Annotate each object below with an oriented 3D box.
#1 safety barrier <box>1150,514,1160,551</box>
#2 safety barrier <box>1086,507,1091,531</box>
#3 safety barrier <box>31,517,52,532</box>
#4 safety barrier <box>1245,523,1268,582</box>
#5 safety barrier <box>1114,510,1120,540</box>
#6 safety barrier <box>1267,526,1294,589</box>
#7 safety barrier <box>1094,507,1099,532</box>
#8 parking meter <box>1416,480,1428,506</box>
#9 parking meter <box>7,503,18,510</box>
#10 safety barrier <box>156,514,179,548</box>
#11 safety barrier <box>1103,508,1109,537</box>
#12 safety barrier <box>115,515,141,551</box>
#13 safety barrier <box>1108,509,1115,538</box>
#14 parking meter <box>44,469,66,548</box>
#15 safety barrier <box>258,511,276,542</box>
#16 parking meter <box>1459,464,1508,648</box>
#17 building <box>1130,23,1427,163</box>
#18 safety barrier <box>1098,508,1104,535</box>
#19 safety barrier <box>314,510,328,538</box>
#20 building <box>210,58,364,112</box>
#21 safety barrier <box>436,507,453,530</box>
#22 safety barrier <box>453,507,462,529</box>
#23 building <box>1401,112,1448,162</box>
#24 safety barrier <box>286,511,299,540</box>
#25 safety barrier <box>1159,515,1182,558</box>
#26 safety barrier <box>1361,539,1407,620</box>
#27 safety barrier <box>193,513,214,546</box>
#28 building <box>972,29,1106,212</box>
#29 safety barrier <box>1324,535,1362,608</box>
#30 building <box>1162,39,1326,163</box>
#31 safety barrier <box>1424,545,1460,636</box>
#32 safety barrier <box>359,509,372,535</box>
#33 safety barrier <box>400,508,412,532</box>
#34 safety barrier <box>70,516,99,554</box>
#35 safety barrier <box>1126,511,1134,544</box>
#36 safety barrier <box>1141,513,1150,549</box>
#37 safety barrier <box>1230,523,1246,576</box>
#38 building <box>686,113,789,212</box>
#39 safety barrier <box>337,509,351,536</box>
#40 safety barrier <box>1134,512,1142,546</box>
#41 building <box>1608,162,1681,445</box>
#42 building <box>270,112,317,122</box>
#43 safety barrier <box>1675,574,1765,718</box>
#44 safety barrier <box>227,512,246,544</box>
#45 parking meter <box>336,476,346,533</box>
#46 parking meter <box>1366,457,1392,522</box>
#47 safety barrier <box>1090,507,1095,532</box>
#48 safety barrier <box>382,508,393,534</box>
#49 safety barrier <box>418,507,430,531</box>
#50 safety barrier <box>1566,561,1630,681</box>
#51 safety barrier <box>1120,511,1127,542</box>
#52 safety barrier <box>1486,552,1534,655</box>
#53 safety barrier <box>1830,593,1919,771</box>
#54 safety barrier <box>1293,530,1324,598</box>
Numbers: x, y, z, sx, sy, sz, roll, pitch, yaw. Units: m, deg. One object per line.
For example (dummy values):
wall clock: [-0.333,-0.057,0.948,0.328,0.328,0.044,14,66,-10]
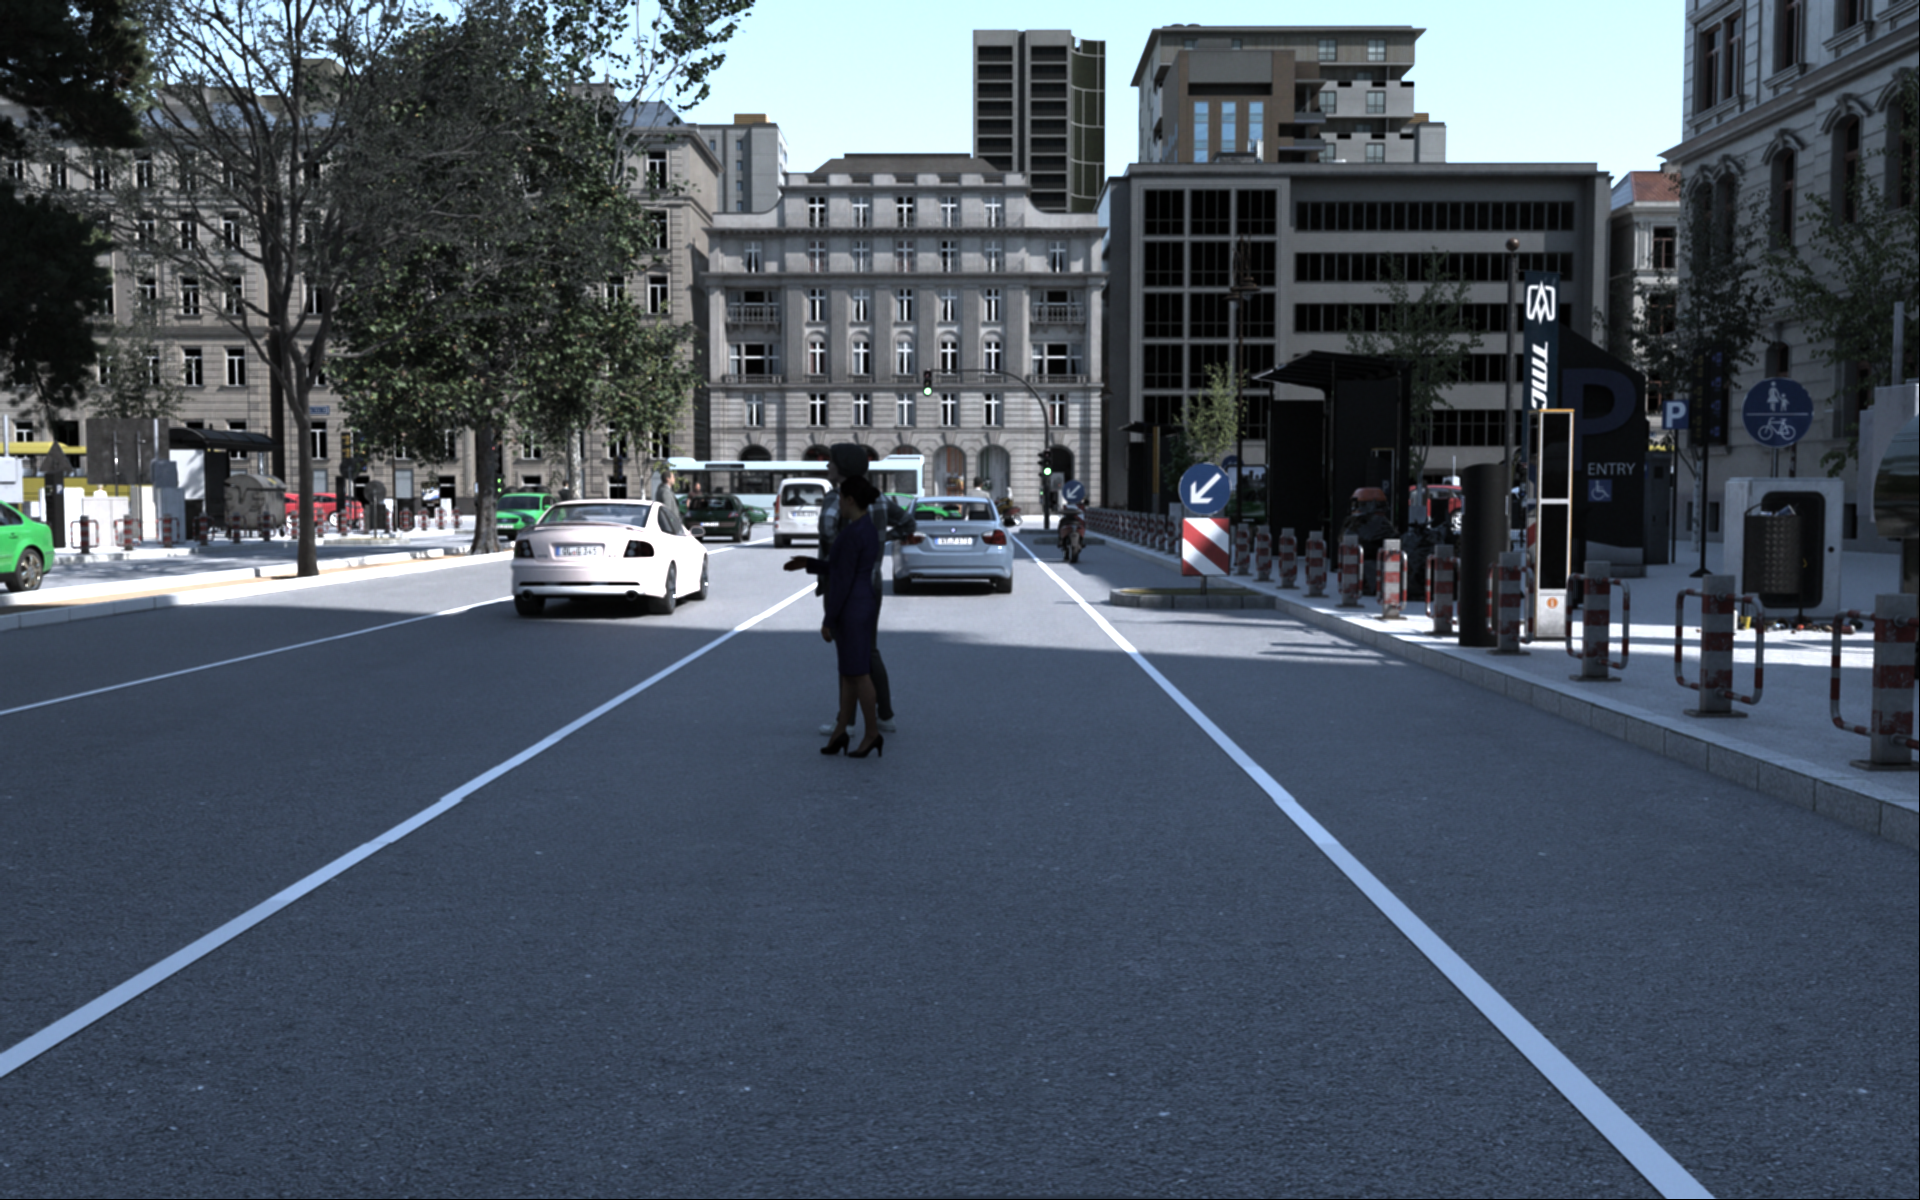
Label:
safety barrier: [4.525,-1.504,38.871,0.300,0.817,1.120,0,4,0]
safety barrier: [4.640,-2.797,60.005,0.300,0.817,1.120,0,4,0]
safety barrier: [-18.735,-1.276,35.138,0.300,0.817,1.120,0,4,0]
safety barrier: [4.453,-0.680,25.387,0.300,0.817,1.120,0,4,0]
safety barrier: [4.581,-2.091,48.463,0.300,0.817,1.120,0,4,0]
safety barrier: [4.442,-0.562,23.461,0.300,0.817,1.120,0,4,0]
safety barrier: [4.624,-2.561,56.145,0.300,0.817,1.120,0,4,0]
parking meter: [16.931,-3.531,63.435,0.399,1.863,0.255,1,4,11]
parking meter: [-32.465,-3.278,59.306,0.255,1.863,0.399,0,4,-1]
safety barrier: [-18.702,-1.628,40.888,0.300,0.817,1.120,0,4,0]
safety barrier: [4.600,-2.325,52.296,0.300,0.817,1.120,0,4,0]
safety barrier: [-18.716,-1.510,38.971,0.300,0.817,1.120,0,4,0]
safety barrier: [4.586,-2.208,50.380,0.300,0.817,1.120,0,4,0]
parking meter: [-21.409,-2.156,40.969,0.255,1.863,0.399,1,4,11]
safety barrier: [-18.672,-1.980,46.646,0.300,0.817,1.120,0,4,0]
parking meter: [4.409,-0.378,14.594,0.372,1.533,0.369,0,3,0]
building: [34.477,-36.975,193.773,28.713,52.752,27.495,0,4,0]
safety barrier: [4.608,-2.444,54.228,0.300,0.817,1.120,0,4,0]
safety barrier: [-18.653,-2.215,50.493,0.300,0.817,1.120,0,4,0]
building: [-72.442,-35.107,197.702,21.600,48.544,21.300,0,4,0]
safety barrier: [-18.590,-2.921,62.033,0.300,0.817,1.120,0,4,0]
safety barrier: [-18.580,-3.038,63.950,0.300,0.817,1.120,0,4,0]
building: [58.602,-44.540,270.220,28.212,58.520,21.231,0,4,0]
safety barrier: [-18.664,-2.097,48.564,0.300,0.817,1.120,0,4,0]
safety barrier: [4.511,-1.385,36.928,0.300,0.817,1.120,0,4,0]
safety barrier: [4.405,-0.209,17.690,0.300,0.817,1.120,0,4,0]
safety barrier: [-18.695,-1.745,42.813,0.300,0.817,1.120,0,4,0]
building: [12.207,-50.868,269.947,20.611,71.187,20.563,0,4,0]
safety barrier: [4.419,-0.327,19.614,0.300,0.817,1.120,0,4,0]
building: [27.660,-31.935,172.253,14.600,45.320,14.200,0,4,0]
safety barrier: [4.399,-0.091,15.757,0.300,0.817,1.120,0,4,0]
safety barrier: [-18.630,-2.450,54.338,0.300,0.817,1.120,0,4,0]
safety barrier: [-18.614,-2.686,58.186,0.300,0.817,1.120,0,4,0]
safety barrier: [-18.727,-1.393,37.054,0.300,0.817,1.120,0,4,0]
safety barrier: [4.555,-1.857,44.629,0.300,0.817,1.120,0,4,0]
safety barrier: [4.539,-1.622,40.787,0.300,0.817,1.120,0,4,0]
safety barrier: [4.461,-0.797,27.305,0.300,0.817,1.120,0,4,0]
building: [-41.095,-44.573,270.772,28.212,58.520,21.231,0,4,0]
safety barrier: [-18.643,-2.332,52.410,0.300,0.817,1.120,0,4,0]
safety barrier: [4.549,-1.739,42.712,0.300,0.817,1.120,0,4,0]
building: [49.615,-16.590,107.405,21.152,22.565,11.583,0,4,0]
building: [-49.071,-29.139,168.300,32.217,40.220,23.993,0,4,0]
safety barrier: [4.368,0.262,9.993,0.300,0.817,1.120,0,4,0]
safety barrier: [-18.684,-1.863,44.730,0.300,0.817,1.120,0,4,0]
parking meter: [-20.389,-3.140,57.043,0.255,1.863,0.399,-1,4,-12]
parking meter: [6.605,-1.321,27.312,0.399,1.863,0.255,-3,5,-42]
safety barrier: [4.633,-2.679,58.077,0.300,0.817,1.120,0,4,0]
safety barrier: [-18.619,-2.568,56.270,0.300,0.817,1.120,0,4,0]
safety barrier: [-18.603,-2.804,60.117,0.300,0.817,1.120,0,4,0]
safety barrier: [4.375,0.145,11.910,0.300,0.817,1.120,0,4,0]
safety barrier: [4.570,-1.974,46.546,0.300,0.817,1.120,0,4,0]
safety barrier: [4.390,0.027,13.841,0.300,0.817,1.120,0,4,0]
safety barrier: [4.353,0.379,8.076,0.300,0.817,1.120,0,4,0]
safety barrier: [4.425,-0.444,21.530,0.300,0.817,1.120,0,4,0]
